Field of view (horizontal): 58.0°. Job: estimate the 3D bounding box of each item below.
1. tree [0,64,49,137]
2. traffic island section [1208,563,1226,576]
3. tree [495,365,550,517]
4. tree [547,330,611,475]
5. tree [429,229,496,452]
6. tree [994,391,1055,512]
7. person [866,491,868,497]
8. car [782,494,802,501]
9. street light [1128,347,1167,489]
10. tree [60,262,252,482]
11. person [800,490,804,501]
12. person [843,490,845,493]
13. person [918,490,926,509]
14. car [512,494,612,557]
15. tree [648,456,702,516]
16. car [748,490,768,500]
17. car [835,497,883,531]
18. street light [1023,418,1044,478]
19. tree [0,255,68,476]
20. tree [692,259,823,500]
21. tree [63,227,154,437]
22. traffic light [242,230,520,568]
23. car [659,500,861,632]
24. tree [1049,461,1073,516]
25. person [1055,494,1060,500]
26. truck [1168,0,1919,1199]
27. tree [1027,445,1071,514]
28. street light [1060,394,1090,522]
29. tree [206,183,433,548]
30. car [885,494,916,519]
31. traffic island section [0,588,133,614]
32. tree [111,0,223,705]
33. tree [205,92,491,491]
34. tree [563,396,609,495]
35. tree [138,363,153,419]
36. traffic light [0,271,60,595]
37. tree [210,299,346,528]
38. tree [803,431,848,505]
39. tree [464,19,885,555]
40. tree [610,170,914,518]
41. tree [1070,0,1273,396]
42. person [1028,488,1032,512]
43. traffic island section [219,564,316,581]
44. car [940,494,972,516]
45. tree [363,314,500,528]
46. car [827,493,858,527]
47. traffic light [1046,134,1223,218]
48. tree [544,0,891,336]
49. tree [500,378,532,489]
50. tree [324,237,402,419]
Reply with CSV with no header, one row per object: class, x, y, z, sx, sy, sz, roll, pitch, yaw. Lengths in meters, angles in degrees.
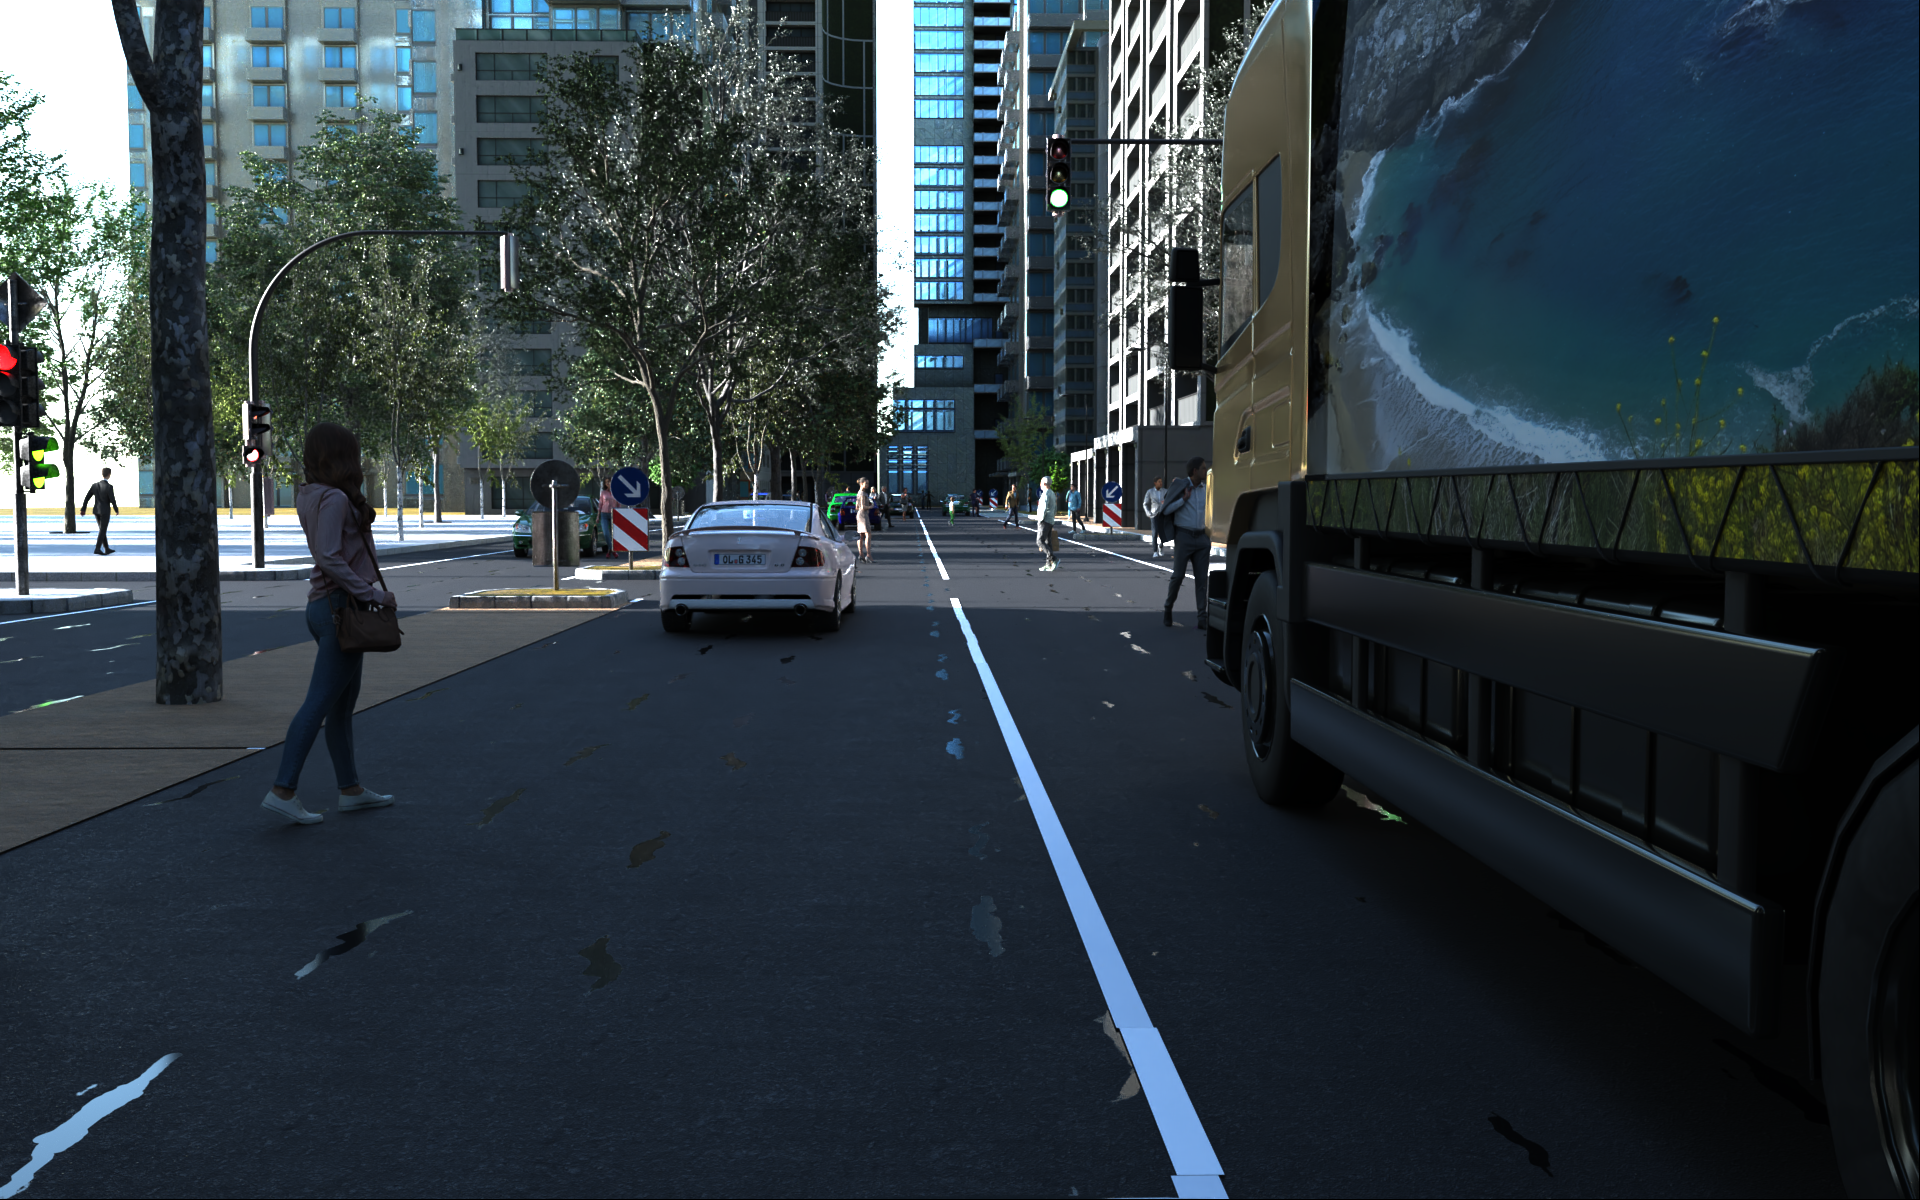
tree,-23.492,-6.900,38.567,9.928,11.665,9.643,0,3,0
traffic island section,5.354,-0.505,30.535,2.009,0.180,2.903,0,4,-2
tree,-25.097,-8.908,96.016,4.360,8.622,3.978,0,3,0
tree,-16.607,-10.649,91.120,9.611,12.733,9.660,0,3,0
tree,-15.153,-5.938,47.449,4.360,8.622,3.978,0,3,0
tree,4.593,-10.567,123.131,4.737,8.622,4.395,0,3,0
person,-9.308,-9.900,171.301,0.436,1.711,0.756,0,4,-8
car,-11.487,-6.314,115.234,2.014,1.417,4.499,0,4,-1
street light,5.997,-5.042,54.979,1.470,5.913,1.316,0,4,-2
tree,-36.760,-10.088,81.945,9.611,12.733,9.660,0,3,0
person,-16.210,-10.424,179.030,0.705,1.812,1.348,-2,4,-35
person,-10.938,-9.506,164.063,1.348,1.807,0.705,3,4,36
person,-3.528,-9.498,163.877,0.705,1.814,1.350,-2,4,-28
car,-9.334,-1.787,41.018,2.131,1.459,4.920,0,4,-3
tree,-16.588,-7.155,100.691,4.285,4.588,4.351,0,3,0
car,-10.196,-4.862,89.090,1.945,1.707,3.694,0,4,-2
car,-4.029,-3.474,69.373,1.945,1.354,3.894,0,4,-4
street light,4.524,-8.131,105.479,1.470,5.913,1.316,0,4,-2
tree,-40.233,-9.253,69.416,7.486,12.596,7.792,0,3,0
tree,-6.065,-6.018,51.221,4.360,8.622,3.978,0,3,0
tree,-22.057,-5.949,47.630,4.360,8.622,3.978,0,3,0
traffic light,-10.051,-3.384,29.996,4.771,5.953,1.251,0,4,-2
car,-2.181,-0.433,19.436,2.083,1.381,4.827,0,4,0
tree,5.625,-6.551,101.717,1.663,3.219,1.824,0,3,0
person,6.404,-6.795,117.133,0.705,1.826,1.348,-2,4,-30
truck,2.631,-0.959,4.588,2.839,4.237,11.283,0,4,-1
tree,6.114,-7.931,113.383,4.285,4.588,4.351,0,3,0
street light,5.351,-6.611,80.638,1.470,5.913,1.316,0,4,-2
tree,-15.515,-5.534,40.850,4.360,8.622,3.978,0,3,0
car,-3.571,-5.645,102.082,2.009,1.686,4.222,0,4,-1
traffic island section,-11.948,0.014,22.052,2.009,0.180,2.903,0,4,-2
tree,-6.529,-9.404,12.105,12.611,20.169,13.585,0,3,0
tree,-20.031,-9.185,56.830,9.857,13.997,8.962,0,3,0
tree,-20.997,-9.212,100.981,4.737,8.622,4.395,0,3,0
tree,-32.948,-7.550,73.799,4.737,8.622,4.395,0,3,0
traffic light,-11.908,-2.018,21.918,0.839,4.253,0.868,0,4,-2
tree,-26.184,-7.002,64.841,4.737,8.622,4.395,0,3,0
tree,-7.297,-8.283,88.245,4.737,8.622,4.395,0,3,0
tree,-5.515,-5.880,33.014,8.767,10.594,7.601,0,4,-2
tree,-6.443,-8.618,60.365,9.611,12.733,9.660,0,3,0
tree,7.959,-8.117,43.079,12.009,13.543,11.850,0,3,0
person,4.818,-6.967,120.664,0.721,1.735,1.217,0,3,0
traffic island section,-12.180,-0.474,30.034,2.009,0.180,2.903,0,4,-2
car,-0.272,-6.305,114.886,2.131,1.459,4.920,0,4,-1
tree,-20.388,-7.079,66.105,4.737,8.622,4.395,0,3,0
car,-4.706,-3.982,73.902,1.959,1.807,4.718,0,4,-2
traffic light,3.457,-2.909,22.236,4.771,5.953,1.251,0,4,-2
tree,-6.023,-7.949,42.801,12.009,13.543,11.850,0,3,0
tree,-24.591,-8.525,89.751,4.737,8.622,4.395,0,3,0
tree,-23.452,-10.199,77.129,12.009,13.543,11.850,0,3,0
